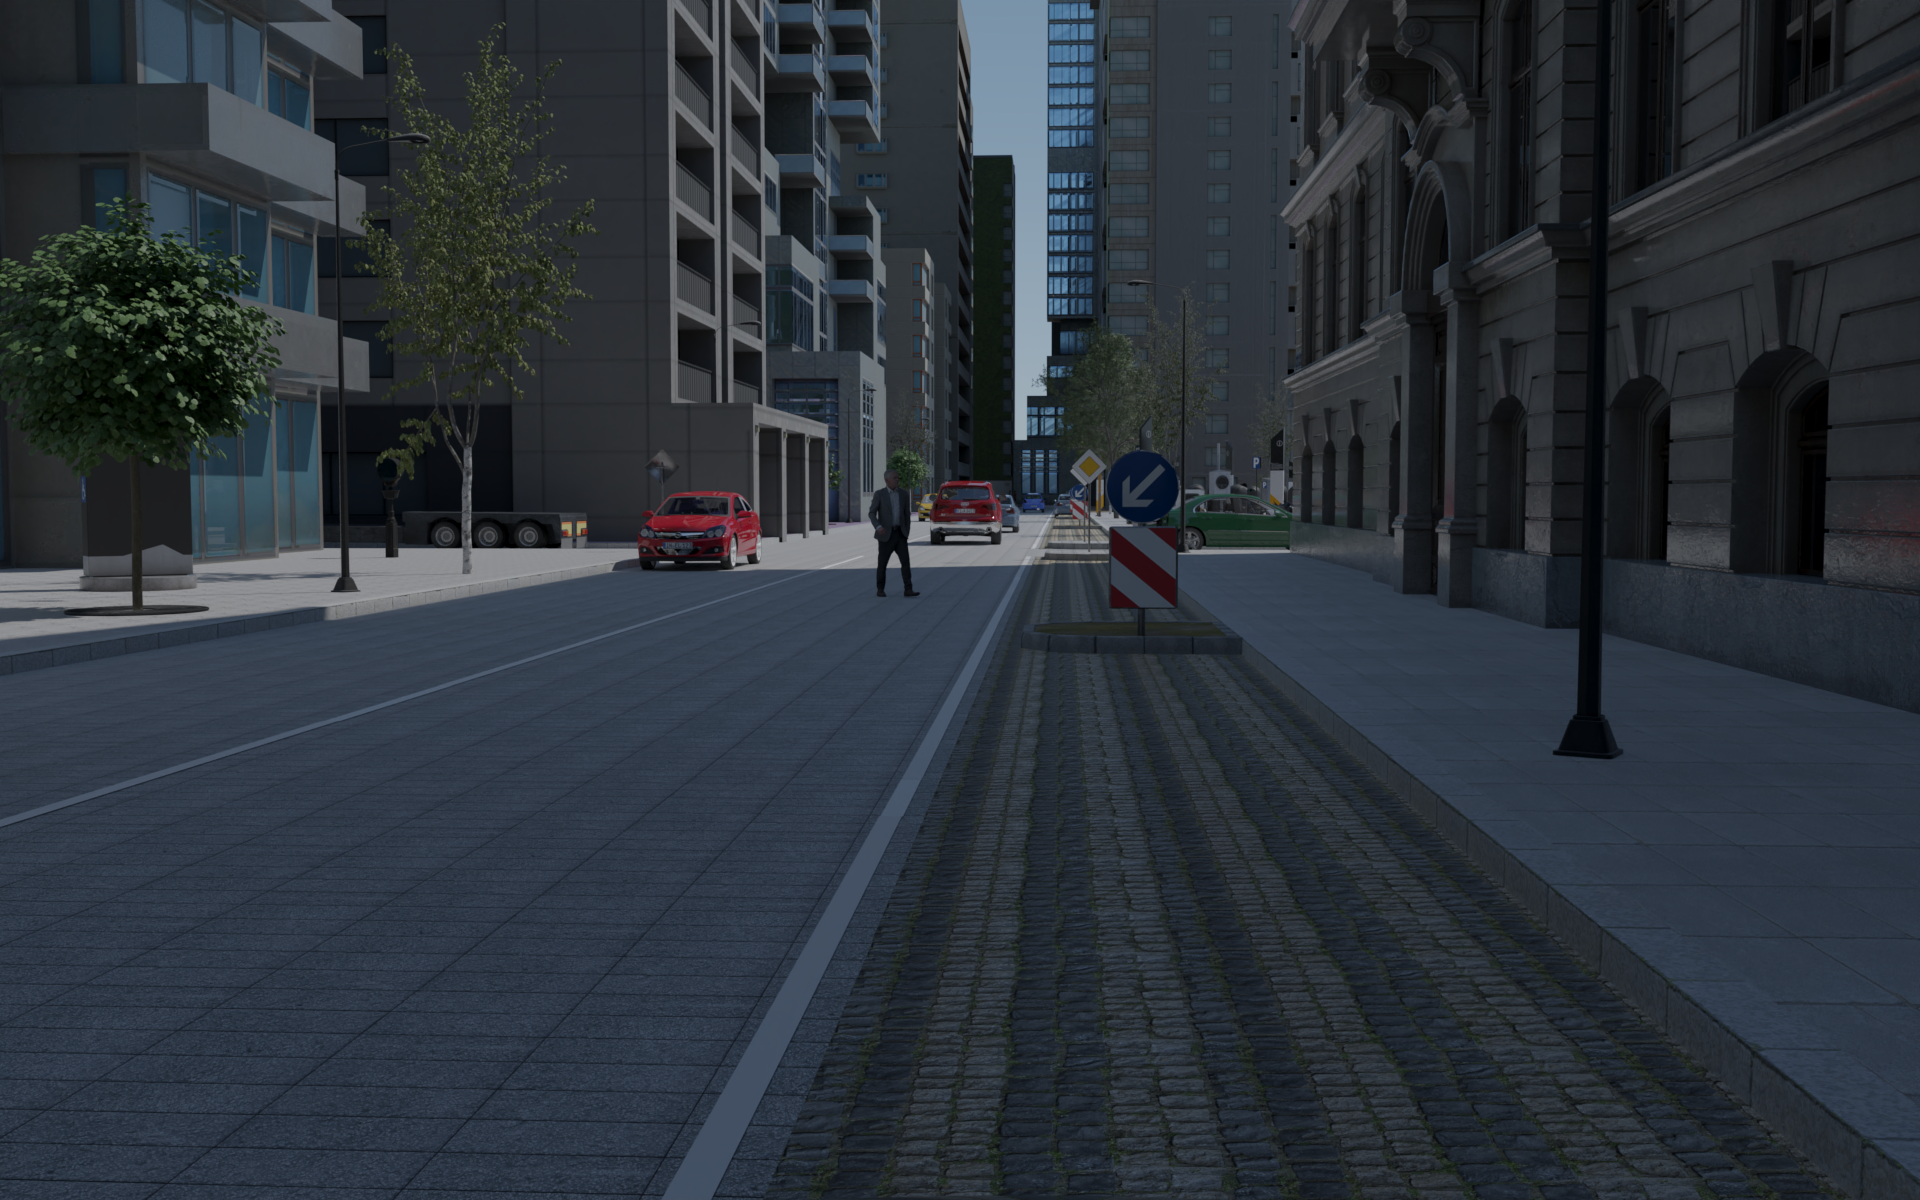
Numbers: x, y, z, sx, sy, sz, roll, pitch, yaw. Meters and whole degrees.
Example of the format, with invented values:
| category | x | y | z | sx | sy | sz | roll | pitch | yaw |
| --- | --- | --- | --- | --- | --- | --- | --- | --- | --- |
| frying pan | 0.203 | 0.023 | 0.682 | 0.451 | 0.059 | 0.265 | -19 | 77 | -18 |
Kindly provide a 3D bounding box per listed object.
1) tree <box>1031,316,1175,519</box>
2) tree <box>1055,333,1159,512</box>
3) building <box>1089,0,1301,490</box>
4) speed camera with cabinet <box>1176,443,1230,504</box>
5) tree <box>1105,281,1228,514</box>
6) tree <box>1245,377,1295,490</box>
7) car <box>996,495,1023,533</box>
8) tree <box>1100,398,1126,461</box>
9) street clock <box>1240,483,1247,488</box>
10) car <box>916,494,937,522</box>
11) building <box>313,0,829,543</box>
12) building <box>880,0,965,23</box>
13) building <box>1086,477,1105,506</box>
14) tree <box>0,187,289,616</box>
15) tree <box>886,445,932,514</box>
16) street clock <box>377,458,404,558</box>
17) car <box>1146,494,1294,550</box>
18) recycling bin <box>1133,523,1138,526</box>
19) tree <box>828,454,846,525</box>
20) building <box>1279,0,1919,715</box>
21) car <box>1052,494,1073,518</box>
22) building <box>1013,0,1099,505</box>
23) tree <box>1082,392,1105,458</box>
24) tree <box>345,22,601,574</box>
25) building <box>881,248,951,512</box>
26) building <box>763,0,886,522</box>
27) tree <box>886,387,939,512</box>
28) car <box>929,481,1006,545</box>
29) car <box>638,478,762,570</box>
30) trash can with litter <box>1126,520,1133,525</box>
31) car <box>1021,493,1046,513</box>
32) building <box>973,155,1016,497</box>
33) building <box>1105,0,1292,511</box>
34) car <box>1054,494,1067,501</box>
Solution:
| category | x | y | z | sx | sy | sz | roll | pitch | yaw |
| --- | --- | --- | --- | --- | --- | --- | --- | --- | --- |
| tree | 7.928 | -9.561 | 90.742 | 7.601 | 10.594 | 8.767 | 2 | 4 | 33 |
| tree | 10.468 | -12.506 | 122.597 | 7.486 | 12.596 | 7.792 | 0 | 3 | 0 |
| building | 26.469 | -34.914 | 160.088 | 28.713 | 52.752 | 27.495 | 0 | 4 | 3 |
| speed camera with cabinet | 9.418 | -4.450 | 67.096 | 2.038 | 3.252 | 0.660 | -1 | 4 | -13 |
| tree | 7.365 | -6.747 | 60.679 | 4.360 | 8.622 | 3.978 | 0 | 3 | 0 |
| tree | 19.690 | -9.671 | 108.488 | 4.360 | 8.622 | 3.978 | 0 | 3 | 0 |
| car | 1.367 | -3.264 | 65.364 | 2.014 | 1.417 | 4.499 | 0 | 4 | 3 |
| tree | 11.631 | -11.033 | 130.744 | 4.737 | 8.622 | 4.395 | 0 | 3 | 0 |
| street clock | 18.447 | -6.620 | 112.806 | 0.471 | 2.002 | 0.358 | -2 | 4 | -30 |
| car | -1.270 | -4.941 | 91.001 | 2.015 | 1.641 | 3.980 | 0 | 4 | 2 |
| building | -15.103 | -37.734 | 55.208 | 20.563 | 71.187 | 20.611 | 0 | 4 | 3 |
| building | -10.198 | -32.906 | 161.722 | 21.300 | 48.544 | 21.600 | 0 | 4 | 3 |
| building | 23.784 | -45.617 | 184.095 | 20.563 | 71.187 | 20.611 | 0 | 4 | 3 |
| tree | -9.033 | -2.139 | 18.692 | 4.285 | 4.588 | 4.351 | 0 | 3 | 0 |
| tree | -3.510 | -7.915 | 113.127 | 4.285 | 4.588 | 4.351 | 0 | 3 | 0 |
| street clock | -11.472 | -1.856 | 34.923 | 0.471 | 2.002 | 0.358 | 1 | 4 | 13 |
| car | 6.796 | -1.827 | 41.670 | 4.920 | 1.459 | 2.131 | 0 | 4 | 2 |
| recycling bin | 5.784 | -2.483 | 53.155 | 0.722 | 1.027 | 0.722 | -3 | 5 | -40 |
| tree | -5.536 | -4.740 | 72.099 | 1.663 | 3.219 | 1.824 | 0 | 3 | 0 |
| building | 11.374 | -12.289 | 20.009 | 14.460 | 24.649 | 34.723 | 0 | 4 | 3 |
| car | 6.561 | -5.652 | 104.417 | 2.014 | 1.417 | 4.499 | 0 | 4 | 3 |
| building | 22.473 | -55.089 | 213.383 | 31.000 | 86.520 | 22.319 | 0 | 4 | 3 |
| tree | 9.819 | -9.773 | 110.150 | 4.360 | 8.622 | 3.978 | 0 | 3 | 0 |
| tree | -7.926 | -4.739 | 27.847 | 4.737 | 8.622 | 4.395 | 0 | 3 | 0 |
| building | -15.401 | -17.868 | 137.175 | 27.650 | 21.520 | 28.899 | 0 | 4 | 3 |
| building | -14.715 | -47.653 | 91.797 | 22.319 | 86.520 | 31.000 | 0 | 4 | 3 |
| tree | -3.435 | -10.293 | 118.652 | 4.360 | 8.622 | 3.978 | 0 | 3 | 0 |
| car | 0.210 | -2.565 | 50.609 | 2.281 | 1.827 | 5.304 | 0 | 4 | 2 |
| car | -5.084 | -1.535 | 34.137 | 2.155 | 1.783 | 4.494 | 0 | 4 | 3 |
| trash can with litter | 7.377 | -3.769 | 73.012 | 0.624 | 1.170 | 1.055 | -1 | 4 | -18 |
| car | 5.707 | -7.630 | 134.335 | 1.945 | 1.707 | 3.694 | 0 | 4 | 2 |
| building | -0.275 | -32.316 | 211.953 | 14.086 | 41.232 | 14.154 | 0 | 4 | 3 |
| building | 18.849 | -27.921 | 140.101 | 14.154 | 41.232 | 14.086 | 0 | 4 | 3 |
| car | 8.014 | -7.275 | 129.170 | 2.015 | 1.641 | 3.980 | 0 | 4 | 2 |
